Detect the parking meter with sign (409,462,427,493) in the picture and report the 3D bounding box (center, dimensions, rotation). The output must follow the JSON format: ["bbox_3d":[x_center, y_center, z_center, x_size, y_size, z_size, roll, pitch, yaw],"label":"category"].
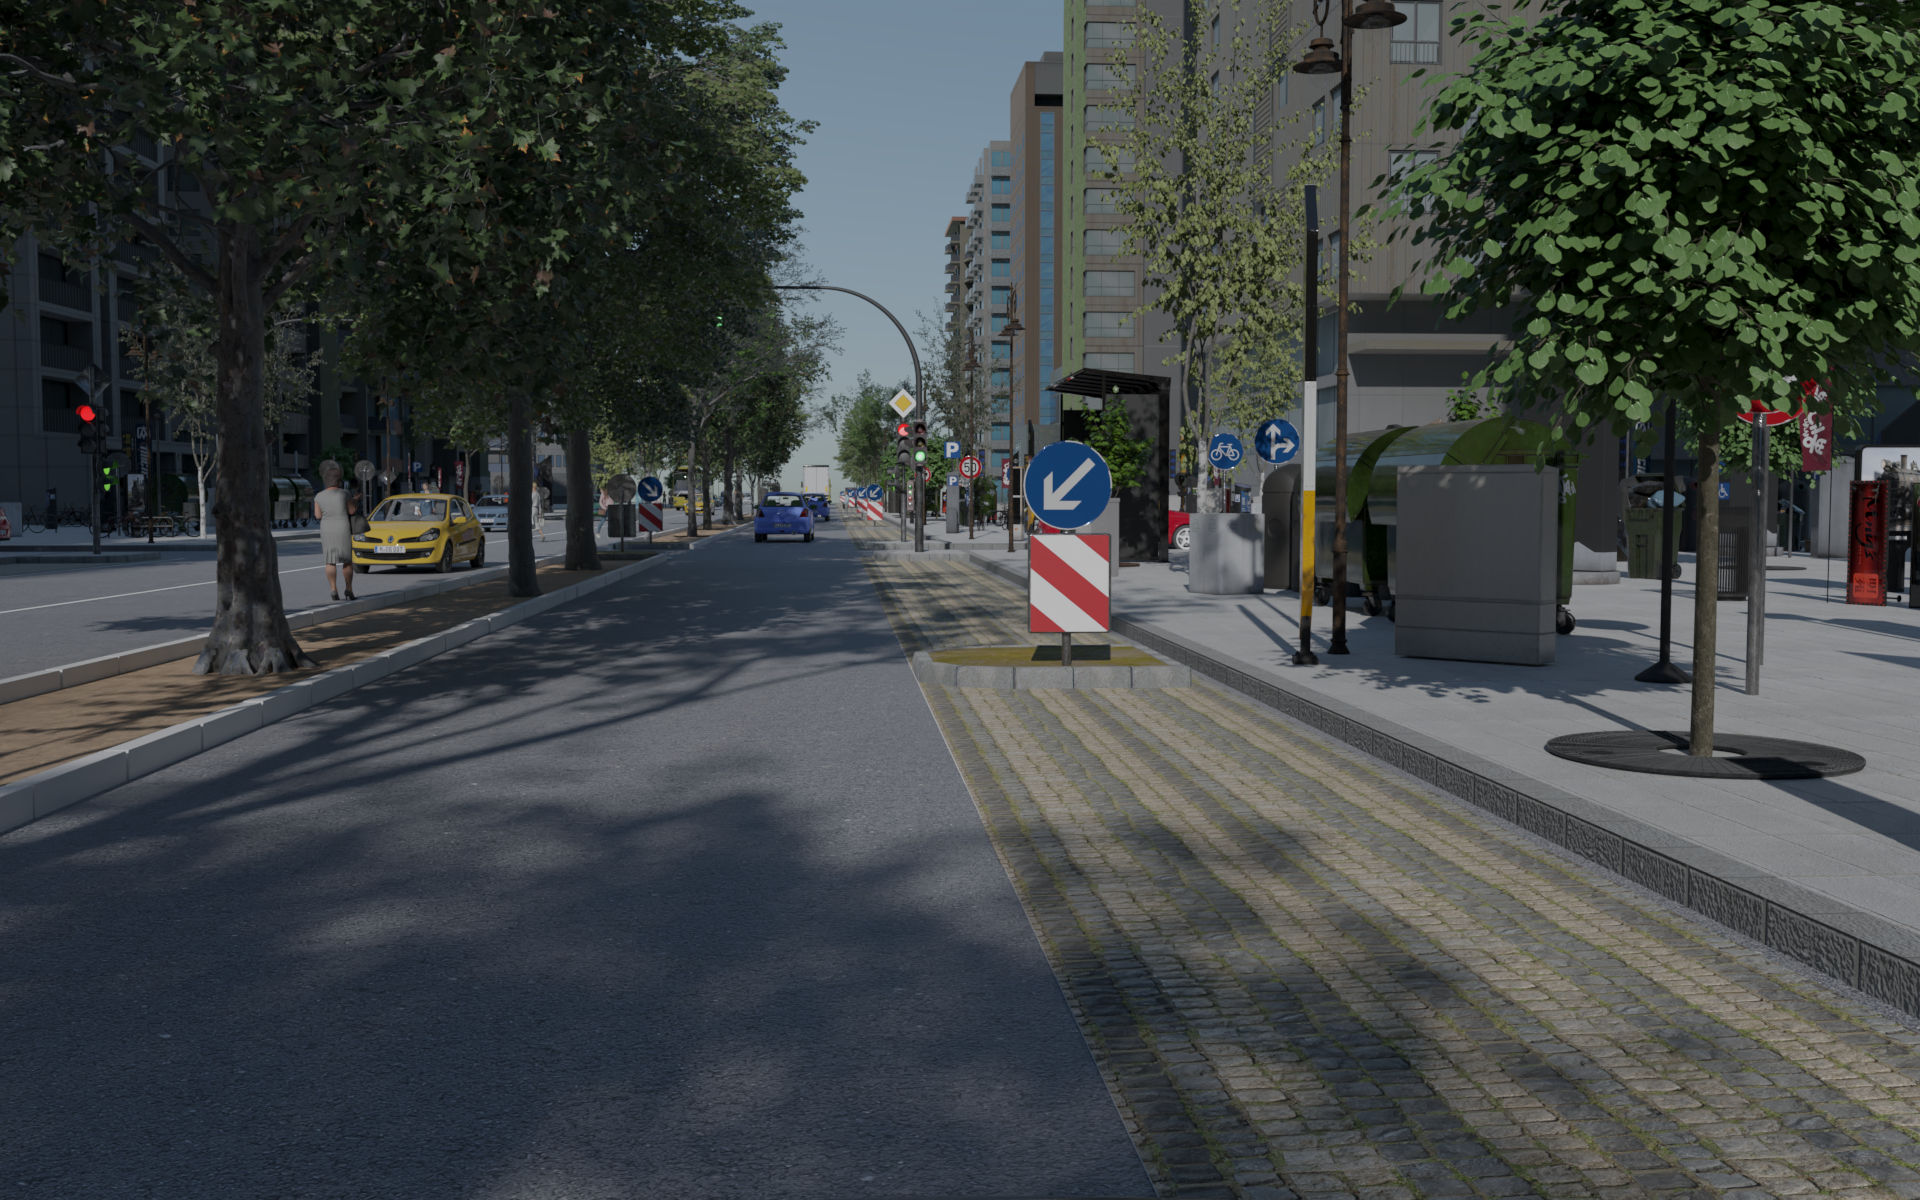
[{"bbox_3d":[-28.949,-5.921,93.073,0.543,3.016,1.738,-2,4,-31],"label":"parking meter with sign"}]

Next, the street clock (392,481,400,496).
[{"bbox_3d":[-32.188,-5.766,98.847,0.471,2.002,0.358,3,5,40],"label":"street clock"}]

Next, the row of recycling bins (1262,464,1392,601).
[{"bbox_3d":[4.983,-0.925,22.243,1.069,1.692,3.534,-1,4,-21],"label":"row of recycling bins"}]

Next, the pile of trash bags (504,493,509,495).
[{"bbox_3d":[-30.947,-6.362,113.775,3.447,1.369,1.912,-3,5,-45],"label":"pile of trash bags"}]

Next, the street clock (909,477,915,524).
[{"bbox_3d":[-2.085,-4.315,75.128,0.358,2.002,0.471,0,4,-4],"label":"street clock"}]

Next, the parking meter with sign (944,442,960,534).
[{"bbox_3d":[-0.255,-3.705,56.840,0.543,3.016,1.738,0,3,0],"label":"parking meter with sign"}]

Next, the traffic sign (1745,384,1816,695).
[{"bbox_3d":[5.063,-0.666,10.993,0.768,2.556,0.104,0,4,4],"label":"traffic sign"}]

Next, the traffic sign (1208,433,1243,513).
[{"bbox_3d":[5.540,-2.214,36.306,0.768,2.556,0.104,0,4,-1],"label":"traffic sign"}]

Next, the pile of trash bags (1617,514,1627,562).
[{"bbox_3d":[12.394,-1.505,34.366,1.912,1.369,3.447,2,4,25],"label":"pile of trash bags"}]

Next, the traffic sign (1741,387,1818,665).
[{"bbox_3d":[5.987,-0.784,12.924,0.768,2.556,0.104,0,4,1],"label":"traffic sign"}]

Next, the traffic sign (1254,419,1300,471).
[{"bbox_3d":[5.371,-1.794,29.431,0.768,2.556,0.104,0,4,5],"label":"traffic sign"}]

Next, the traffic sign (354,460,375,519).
[{"bbox_3d":[-22.412,-3.983,65.220,0.768,2.556,0.104,0,4,-1],"label":"traffic sign"}]

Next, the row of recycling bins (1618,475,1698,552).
[{"bbox_3d":[15.774,-1.918,38.475,3.534,1.692,1.069,-3,4,-37],"label":"row of recycling bins"}]

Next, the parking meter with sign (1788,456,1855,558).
[{"bbox_3d":[17.511,-2.350,34.677,1.738,3.016,0.543,0,4,5],"label":"parking meter with sign"}]

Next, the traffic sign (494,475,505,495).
[{"bbox_3d":[-31.372,-7.206,117.928,0.768,2.556,0.104,0,4,1],"label":"traffic sign"}]

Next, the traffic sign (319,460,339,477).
[{"bbox_3d":[-23.451,-3.932,64.390,0.768,2.556,0.104,0,4,1],"label":"traffic sign"}]

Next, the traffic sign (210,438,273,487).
[{"bbox_3d":[-25.818,-4.181,62.229,2.265,3.308,0.079,0,4,3],"label":"traffic sign"}]

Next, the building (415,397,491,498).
[{"bbox_3d":[-50.436,-23.383,154.008,14.160,30.474,14.107,0,4,-4],"label":"building"}]

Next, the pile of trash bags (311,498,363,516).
[{"bbox_3d":[-33.910,-5.165,94.200,1.912,1.369,3.447,2,4,29],"label":"pile of trash bags"}]

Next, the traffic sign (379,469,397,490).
[{"bbox_3d":[-25.365,-4.625,76.808,0.795,2.450,0.064,0,4,0],"label":"traffic sign"}]

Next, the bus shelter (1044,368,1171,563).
[{"bbox_3d":[2.932,-2.696,35.365,1.731,3.624,6.357,0,4,-4],"label":"bus shelter"}]

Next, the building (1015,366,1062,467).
[{"bbox_3d":[17.670,-51.440,153.717,22.319,86.520,31.000,0,4,-4],"label":"building"}]

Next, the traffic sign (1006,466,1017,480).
[{"bbox_3d":[2.477,-4.807,78.702,0.768,2.556,0.104,0,4,4],"label":"traffic sign"}]

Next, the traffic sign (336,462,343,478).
[{"bbox_3d":[-24.561,-4.147,67.909,0.768,2.556,0.104,0,4,0],"label":"traffic sign"}]

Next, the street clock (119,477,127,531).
[{"bbox_3d":[-29.062,-3.405,60.241,0.471,2.002,0.358,-2,4,-34],"label":"street clock"}]

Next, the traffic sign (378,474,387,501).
[{"bbox_3d":[-29.133,-5.225,87.563,0.606,2.300,0.079,0,4,4],"label":"traffic sign"}]

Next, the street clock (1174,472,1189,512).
[{"bbox_3d":[7.406,-3.257,57.827,0.471,2.002,0.358,-2,4,-32],"label":"street clock"}]

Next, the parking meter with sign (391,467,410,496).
[{"bbox_3d":[-35.229,-6.970,110.224,1.738,3.016,0.543,-1,4,-14],"label":"parking meter with sign"}]

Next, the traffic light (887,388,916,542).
[{"bbox_3d":[-1.524,-3.498,46.107,0.839,4.253,0.868,0,4,-4],"label":"traffic light"}]

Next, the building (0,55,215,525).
[{"bbox_3d":[-46.923,-39.200,79.177,20.563,71.187,20.611,0,4,-4],"label":"building"}]

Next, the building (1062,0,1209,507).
[{"bbox_3d":[14.565,-27.396,131.518,14.154,41.232,14.086,0,4,-4],"label":"building"}]

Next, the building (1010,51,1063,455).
[{"bbox_3d":[12.711,-32.239,177.225,14.600,45.320,14.200,0,4,-4],"label":"building"}]

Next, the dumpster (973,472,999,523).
[{"bbox_3d":[0.884,-4.464,75.484,1.502,2.255,1.985,0,4,-4],"label":"dumpster"}]

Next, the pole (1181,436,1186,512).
[{"bbox_3d":[7.529,-3.945,58.337,0.158,3.312,0.155,0,3,0],"label":"pole"}]

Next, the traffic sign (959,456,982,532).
[{"bbox_3d":[0.340,-3.536,57.913,0.768,2.556,0.104,0,4,0],"label":"traffic sign"}]

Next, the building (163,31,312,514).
[{"bbox_3d":[-47.034,-20.434,105.794,14.160,30.474,14.107,0,4,-4],"label":"building"}]

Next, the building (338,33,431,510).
[{"bbox_3d":[-53.431,-29.166,131.487,22.147,44.769,28.867,0,4,-4],"label":"building"}]

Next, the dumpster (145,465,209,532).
[{"bbox_3d":[-26.559,-3.435,58.657,1.502,2.255,1.985,0,4,-4],"label":"dumpster"}]

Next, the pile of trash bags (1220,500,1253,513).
[{"bbox_3d":[11.089,-3.377,64.961,1.912,1.369,3.447,3,5,39],"label":"pile of trash bags"}]

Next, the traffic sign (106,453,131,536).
[{"bbox_3d":[-25.879,-3.250,53.244,0.768,2.556,0.104,0,4,-3],"label":"traffic sign"}]

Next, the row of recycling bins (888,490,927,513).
[{"bbox_3d":[-3.529,-6.657,115.953,1.069,1.692,3.534,-3,5,-44],"label":"row of recycling bins"}]

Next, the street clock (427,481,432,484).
[{"bbox_3d":[-29.394,-5.566,95.581,0.358,2.002,0.471,2,4,34],"label":"street clock"}]

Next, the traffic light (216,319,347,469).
[{"bbox_3d":[-16.906,-4.300,44.975,4.771,5.953,1.251,0,4,-4],"label":"traffic light"}]

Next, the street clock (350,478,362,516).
[{"bbox_3d":[-26.700,-4.406,76.604,0.471,2.002,0.358,1,4,22],"label":"street clock"}]

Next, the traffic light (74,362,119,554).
[{"bbox_3d":[-18.387,-2.930,36.822,0.839,4.253,0.868,0,4,-4],"label":"traffic light"}]

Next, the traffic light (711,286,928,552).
[{"bbox_3d":[-3.006,-3.864,37.847,4.771,5.953,1.251,0,4,-4],"label":"traffic light"}]

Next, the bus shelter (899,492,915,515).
[{"bbox_3d":[-3.104,-6.985,105.492,1.731,3.624,6.357,0,4,-4],"label":"bus shelter"}]

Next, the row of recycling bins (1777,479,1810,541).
[{"bbox_3d":[21.660,-2.512,48.176,3.534,1.692,1.069,1,4,16],"label":"row of recycling bins"}]

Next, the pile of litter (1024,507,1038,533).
[{"bbox_3d":[2.541,-2.661,57.470,1.176,0.858,1.719,3,4,39],"label":"pile of litter"}]

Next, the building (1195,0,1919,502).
[{"bbox_3d":[26.114,-29.816,76.727,27.495,52.752,28.713,0,4,-4],"label":"building"}]

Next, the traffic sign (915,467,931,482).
[{"bbox_3d":[-1.713,-4.893,80.099,0.768,2.556,0.104,0,4,-1],"label":"traffic sign"}]

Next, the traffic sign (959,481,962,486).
[{"bbox_3d":[0.133,-6.893,112.703,0.884,2.594,0.081,0,4,4],"label":"traffic sign"}]
